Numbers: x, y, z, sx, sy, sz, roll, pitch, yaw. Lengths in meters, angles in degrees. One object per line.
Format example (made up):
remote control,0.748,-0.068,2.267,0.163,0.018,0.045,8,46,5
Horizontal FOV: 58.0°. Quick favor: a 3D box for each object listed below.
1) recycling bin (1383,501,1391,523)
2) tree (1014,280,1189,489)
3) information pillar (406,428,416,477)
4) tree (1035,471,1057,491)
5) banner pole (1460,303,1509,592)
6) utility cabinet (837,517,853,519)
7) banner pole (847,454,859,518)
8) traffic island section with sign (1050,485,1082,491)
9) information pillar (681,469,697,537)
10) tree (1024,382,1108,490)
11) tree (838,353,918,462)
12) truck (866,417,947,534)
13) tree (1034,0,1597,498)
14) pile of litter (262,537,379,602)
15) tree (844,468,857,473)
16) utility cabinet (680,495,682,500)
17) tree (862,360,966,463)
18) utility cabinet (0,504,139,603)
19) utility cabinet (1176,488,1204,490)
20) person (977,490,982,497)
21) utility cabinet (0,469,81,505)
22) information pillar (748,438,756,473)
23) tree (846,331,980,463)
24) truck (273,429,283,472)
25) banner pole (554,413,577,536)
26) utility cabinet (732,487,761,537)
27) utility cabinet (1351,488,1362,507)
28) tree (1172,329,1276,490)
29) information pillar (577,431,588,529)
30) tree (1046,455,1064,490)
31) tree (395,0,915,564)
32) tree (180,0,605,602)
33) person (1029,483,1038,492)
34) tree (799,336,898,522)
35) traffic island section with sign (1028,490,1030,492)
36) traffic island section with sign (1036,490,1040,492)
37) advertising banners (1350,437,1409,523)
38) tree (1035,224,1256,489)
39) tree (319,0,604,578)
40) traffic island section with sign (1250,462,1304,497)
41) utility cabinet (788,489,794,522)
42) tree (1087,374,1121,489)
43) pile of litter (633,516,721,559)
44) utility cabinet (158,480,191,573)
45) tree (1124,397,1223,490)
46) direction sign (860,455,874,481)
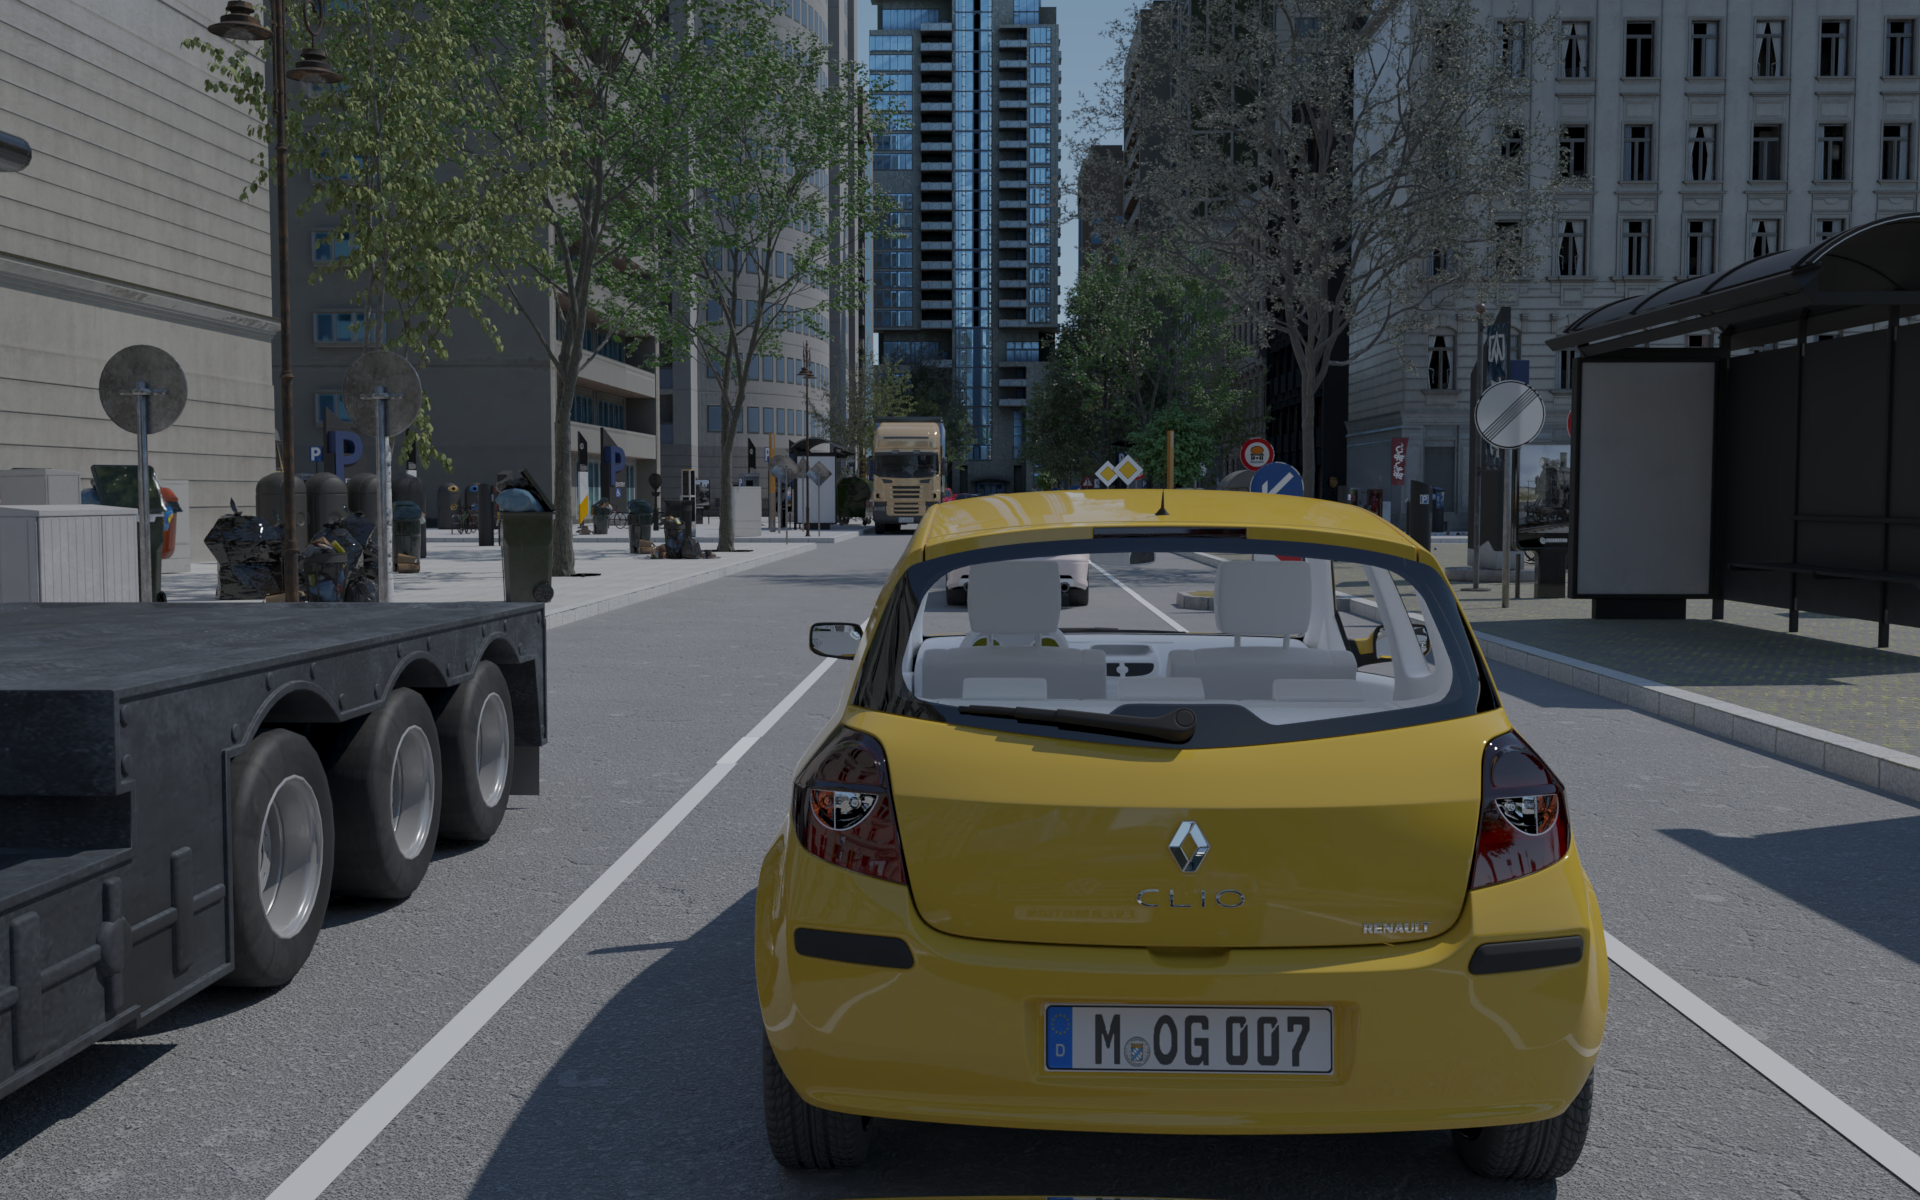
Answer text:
recycling bin,14.320,-2.850,59.145,0.722,1.027,0.722,1,4,11
tree,7.559,-10.590,90.149,9.611,12.733,9.660,0,3,0
information pillar,-19.130,-4.222,60.381,0.183,3.616,0.504,1,4,17
tree,10.255,-13.348,201.951,4.285,4.588,4.351,0,3,0
banner pole,6.901,-1.995,22.632,0.401,3.779,0.863,-1,4,-15
utility cabinet,-6.043,-4.865,90.698,1.020,1.237,0.306,3,5,43
banner pole,-5.792,-6.391,94.516,0.863,3.779,0.401,-1,4,-12
traffic island section with sign,4.973,-4.158,76.607,1.989,1.847,2.006,0,4,1
information pillar,-8.074,-2.878,51.555,0.304,2.012,0.304,2,4,26
tree,8.969,-13.843,144.462,7.486,12.596,7.792,0,3,0
tree,-4.117,-8.522,89.698,4.737,8.622,4.395,0,3,0
truck,-1.850,-4.662,65.142,2.839,4.237,11.283,0,4,0
tree,6.595,-7.459,32.332,12.009,13.543,11.850,0,3,0
pile of litter,-6.589,-0.225,17.643,1.719,0.858,1.176,-2,4,-25
tree,-6.877,-7.207,112.433,1.663,3.219,1.824,0,3,0
utility cabinet,-12.381,-4.198,79.803,1.020,1.237,0.306,1,4,19
tree,-3.125,-11.325,119.583,7.601,10.594,8.767,-1,4,-18
utility cabinet,-5.133,0.071,10.002,0.306,1.237,1.020,0,4,3
utility cabinet,8.674,-3.495,65.816,1.173,1.500,0.318,-2,4,-26
person,1.799,-8.969,155.231,0.705,1.814,1.350,2,4,24
utility cabinet,-8.236,-0.421,15.559,1.173,1.500,0.318,3,5,44
information pillar,-8.710,-4.962,72.482,0.183,3.616,0.504,2,4,26
tree,-3.576,-13.486,130.862,12.009,13.543,11.850,0,3,0
truck,-23.134,-3.200,48.240,9.791,3.379,3.469,0,4,0
banner pole,-12.146,-3.864,53.195,0.401,3.779,0.863,2,4,33
utility cabinet,-6.489,-2.638,51.803,0.318,1.500,1.173,3,5,41
utility cabinet,13.895,-3.210,61.161,0.318,1.500,1.173,2,4,28
tree,11.816,-7.799,77.882,4.737,8.622,4.395,0,3,0
information pillar,-14.062,-4.477,64.560,0.183,3.616,0.504,2,4,26
tree,10.650,-15.043,196.316,4.360,8.622,3.978,0,3,0
tree,-5.022,-6.874,38.145,9.928,11.665,9.643,0,3,0
tree,-6.194,-4.212,19.230,4.737,8.622,4.395,0,3,0
person,2.779,-3.469,65.316,0.850,1.850,0.679,-1,4,-19
tree,-5.054,-7.952,80.375,4.360,8.622,3.978,0,3,0
traffic island section with sign,7.246,-10.545,181.045,1.989,1.847,2.006,0,4,1
traffic island section with sign,5.566,-5.806,103.555,1.989,1.847,2.006,0,4,1
advertising banners,12.870,-3.525,53.818,2.074,3.025,0.090,1,4,22
tree,7.538,-8.639,67.010,9.928,11.665,9.643,0,3,0
tree,-6.034,-6.172,26.666,9.928,11.665,9.643,0,3,0
traffic island section with sign,3.804,-0.822,22.064,1.989,1.847,2.006,0,4,1
utility cabinet,-7.632,-4.304,79.048,1.173,1.500,0.318,3,5,41
tree,8.521,-9.102,99.177,4.737,8.622,4.395,0,3,0
pile of litter,-5.638,-1.255,34.489,1.719,0.858,1.176,2,4,26
utility cabinet,-12.872,-1.158,27.619,0.318,1.500,1.173,2,4,23
tree,7.307,-4.571,58.448,4.285,4.588,4.351,0,3,0
direction sign,-5.440,-6.707,101.657,0.876,3.537,0.379,1,4,19
